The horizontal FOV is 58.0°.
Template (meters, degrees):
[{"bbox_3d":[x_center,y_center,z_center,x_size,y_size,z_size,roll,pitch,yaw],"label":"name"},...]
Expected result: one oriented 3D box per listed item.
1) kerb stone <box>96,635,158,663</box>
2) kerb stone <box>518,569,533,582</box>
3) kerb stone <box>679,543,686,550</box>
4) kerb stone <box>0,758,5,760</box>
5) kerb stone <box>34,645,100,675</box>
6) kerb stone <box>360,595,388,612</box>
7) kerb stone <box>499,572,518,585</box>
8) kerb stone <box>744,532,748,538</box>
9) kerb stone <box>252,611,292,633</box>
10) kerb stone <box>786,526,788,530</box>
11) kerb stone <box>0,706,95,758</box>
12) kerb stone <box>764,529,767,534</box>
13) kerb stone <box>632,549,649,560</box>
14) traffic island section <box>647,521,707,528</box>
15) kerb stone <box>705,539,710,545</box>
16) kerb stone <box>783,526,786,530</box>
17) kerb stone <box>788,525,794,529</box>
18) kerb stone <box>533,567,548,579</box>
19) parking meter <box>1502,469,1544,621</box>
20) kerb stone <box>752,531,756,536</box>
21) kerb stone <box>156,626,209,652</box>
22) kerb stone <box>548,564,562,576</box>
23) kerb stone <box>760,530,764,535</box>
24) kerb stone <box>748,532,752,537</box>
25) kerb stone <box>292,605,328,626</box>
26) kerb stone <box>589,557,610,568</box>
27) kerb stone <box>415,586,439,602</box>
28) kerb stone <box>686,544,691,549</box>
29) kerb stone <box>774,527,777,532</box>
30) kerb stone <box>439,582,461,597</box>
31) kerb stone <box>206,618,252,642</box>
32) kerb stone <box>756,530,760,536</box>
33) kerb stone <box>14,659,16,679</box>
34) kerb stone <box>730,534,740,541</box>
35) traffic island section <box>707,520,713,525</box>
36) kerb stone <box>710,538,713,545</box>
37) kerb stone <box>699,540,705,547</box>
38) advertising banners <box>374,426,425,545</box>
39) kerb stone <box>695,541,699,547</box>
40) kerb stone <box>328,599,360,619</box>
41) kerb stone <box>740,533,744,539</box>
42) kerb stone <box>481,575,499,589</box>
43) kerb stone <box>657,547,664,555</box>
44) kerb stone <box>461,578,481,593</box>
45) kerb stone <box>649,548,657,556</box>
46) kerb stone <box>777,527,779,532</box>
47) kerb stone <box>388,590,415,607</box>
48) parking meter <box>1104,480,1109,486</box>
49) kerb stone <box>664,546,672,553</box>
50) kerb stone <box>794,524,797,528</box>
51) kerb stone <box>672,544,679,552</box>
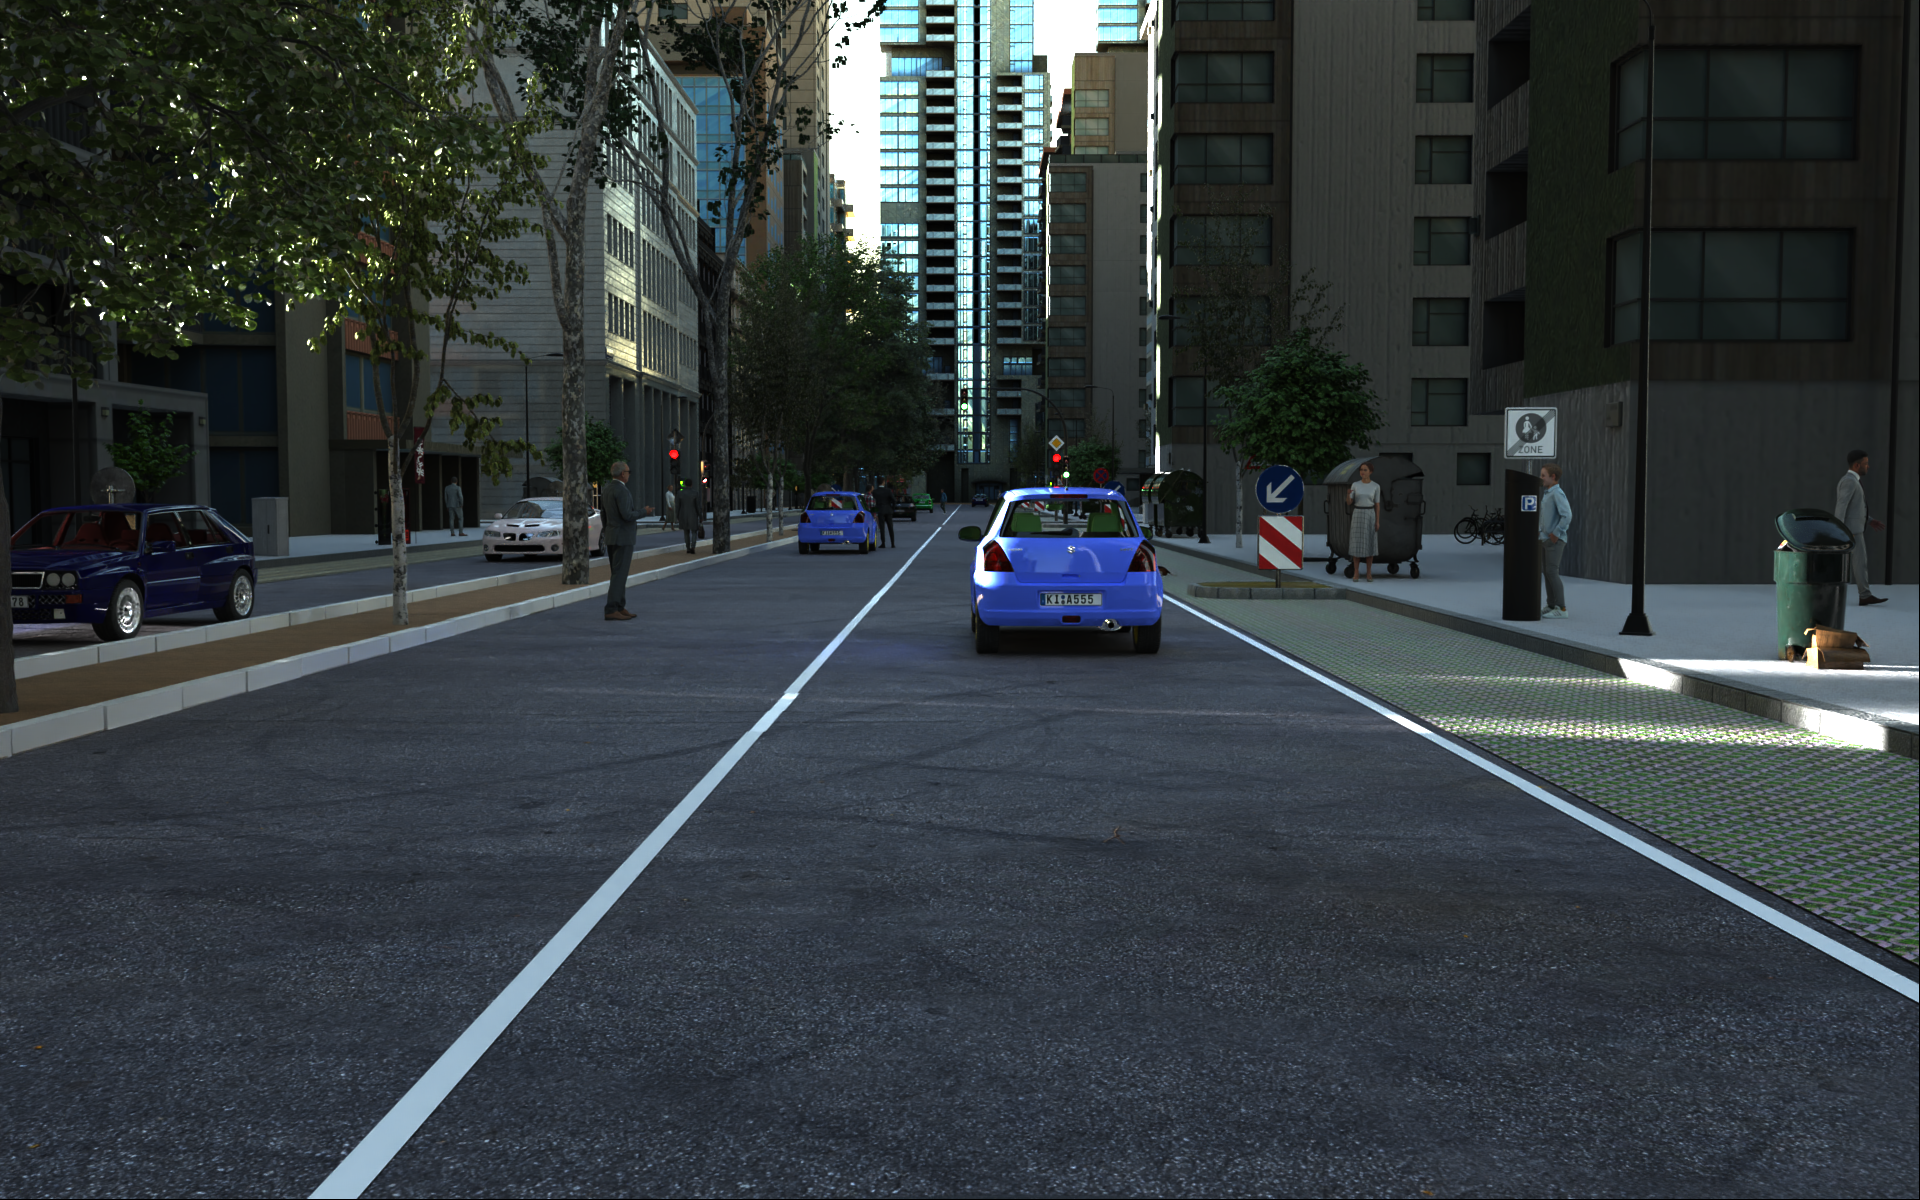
[{"bbox_3d":[-7.304,0.435,15.084,0.120,0.150,1.000,0,4,0],"label":"kerb stone"},{"bbox_3d":[-7.226,-0.379,28.388,0.120,0.150,1.000,0,4,0],"label":"kerb stone"},{"bbox_3d":[-7.135,-1.319,43.761,0.120,0.150,1.000,0,4,0],"label":"kerb stone"},{"bbox_3d":[-5.238,0.812,8.947,0.120,0.150,1.000,0,4,0],"label":"kerb stone"},{"bbox_3d":[-7.315,0.501,14.062,0.120,0.150,1.000,0,4,0],"label":"kerb stone"},{"bbox_3d":[-7.266,0.059,21.226,0.120,0.150,1.000,0,4,0],"label":"kerb stone"},{"bbox_3d":[-7.223,-0.316,27.366,0.120,0.150,1.000,0,4,0],"label":"kerb stone"},{"bbox_3d":[-7.051,-2.070,56.040,0.120,0.150,1.000,0,4,0],"label":"kerb stone"},{"bbox_3d":[-7.288,0.247,18.153,0.120,0.150,1.000,0,4,0],"label":"kerb stone"},{"bbox_3d":[-6.988,-2.823,68.359,0.120,0.150,1.000,0,4,0],"label":"kerb stone"},{"bbox_3d":[-5.239,0.748,9.970,0.120,0.150,1.000,0,4,0],"label":"kerb stone"},{"bbox_3d":[-7.022,-2.383,61.181,0.120,0.150,1.000,0,4,0],"label":"kerb stone"},{"bbox_3d":[-7.153,-1.006,38.637,0.120,0.150,1.000,0,4,0],"label":"kerb stone"},{"bbox_3d":[-12.203,-3.182,74.313,2.009,0.180,2.903,0,4,0],"label":"traffic island section"},{"bbox_3d":[-7.108,-1.569,47.855,0.120,0.150,1.000,0,4,0],"label":"kerb stone"},{"bbox_3d":[-6.991,-2.756,67.328,0.120,0.150,1.000,0,4,0],"label":"kerb stone"},{"bbox_3d":[-6.963,-2.949,70.410,0.120,0.150,1.000,0,4,0],"label":"kerb stone"},{"bbox_3d":[-7.216,-0.441,29.410,0.120,0.150,1.000,0,4,0],"label":"kerb stone"},{"bbox_3d":[5.728,-0.563,17.620,0.372,1.533,0.369,0,3,0],"label":"parking meter"},{"bbox_3d":[-7.044,-2.196,58.100,0.120,0.150,1.000,0,4,0],"label":"kerb stone"},{"bbox_3d":[-7.294,0.374,16.107,0.120,0.150,1.000,0,4,0],"label":"kerb stone"},{"bbox_3d":[-7.213,-0.501,30.434,0.120,0.150,1.000,0,4,0],"label":"kerb stone"},{"bbox_3d":[-7.027,-2.314,60.151,0.120,0.150,1.000,0,4,0],"label":"kerb stone"},{"bbox_3d":[-7.053,-2.129,57.062,0.120,0.150,1.000,0,4,0],"label":"kerb stone"},{"bbox_3d":[-7.278,0.184,19.182,0.120,0.150,1.000,0,4,0],"label":"kerb stone"},{"bbox_3d":[-7.182,-0.755,34.541,0.120,0.150,1.000,0,4,0],"label":"kerb stone"},{"bbox_3d":[-7.253,-0.066,23.272,0.120,0.150,1.000,0,4,0],"label":"kerb stone"},{"bbox_3d":[-7.118,-1.382,44.785,0.120,0.150,1.000,0,4,0],"label":"kerb stone"},{"bbox_3d":[-7.000,-2.572,64.251,0.120,0.150,1.000,0,4,0],"label":"kerb stone"},{"bbox_3d":[-7.244,-0.129,24.297,0.120,0.150,1.000,0,4,0],"label":"kerb stone"},{"bbox_3d":[-7.294,0.310,17.131,0.120,0.150,1.000,0,4,0],"label":"kerb stone"},{"bbox_3d":[-7.031,-2.254,59.129,0.120,0.150,1.000,0,4,0],"label":"kerb stone"},{"bbox_3d":[-7.309,0.561,13.040,0.120,0.150,1.000,0,4,0],"label":"kerb stone"},{"bbox_3d":[-7.067,-1.945,53.996,0.120,0.150,1.000,0,4,0],"label":"kerb stone"},{"bbox_3d":[-12.154,-3.671,82.298,2.009,0.180,2.903,0,4,0],"label":"traffic island section"},{"bbox_3d":[-7.092,-1.627,48.878,0.120,0.150,1.000,0,4,0],"label":"kerb stone"},{"bbox_3d":[-7.113,-1.507,46.833,0.120,0.150,1.000,0,4,0],"label":"kerb stone"},{"bbox_3d":[-14.266,-2.942,44.292,0.090,3.025,2.074,1,4,20],"label":"advertising banners"},{"bbox_3d":[-7.116,-1.444,45.811,0.120,0.150,1.000,0,4,0],"label":"kerb stone"},{"bbox_3d":[-7.270,0.122,20.204,0.120,0.150,1.000,0,4,0],"label":"kerb stone"},{"bbox_3d":[-7.063,-2.006,55.018,0.120,0.150,1.000,0,4,0],"label":"kerb stone"},{"bbox_3d":[-7.241,-0.254,26.344,0.120,0.150,1.000,0,4,0],"label":"kerb stone"},{"bbox_3d":[-7.151,-1.128,40.684,0.120,0.150,1.000,0,4,0],"label":"kerb stone"},{"bbox_3d":[-7.243,-0.189,25.322,0.120,0.150,1.000,0,4,0],"label":"kerb stone"},{"bbox_3d":[-7.154,-1.068,39.662,0.120,0.150,1.000,0,4,0],"label":"kerb stone"},{"bbox_3d":[-6.987,-2.698,66.306,0.120,0.150,1.000,0,4,0],"label":"kerb stone"},{"bbox_3d":[-7.261,-0.001,22.250,0.120,0.150,1.000,0,4,0],"label":"kerb stone"},{"bbox_3d":[6.298,-4.126,73.178,0.399,1.863,0.255,0,4,7],"label":"parking meter"},{"bbox_3d":[-7.146,-1.186,41.714,0.120,0.150,1.000,0,4,0],"label":"kerb stone"},{"bbox_3d":[-6.957,-3.011,71.432,0.120,0.150,1.000,0,4,0],"label":"kerb stone"},{"bbox_3d":[-7.133,-1.256,42.736,0.120,0.150,1.000,0,4,0],"label":"kerb stone"}]
